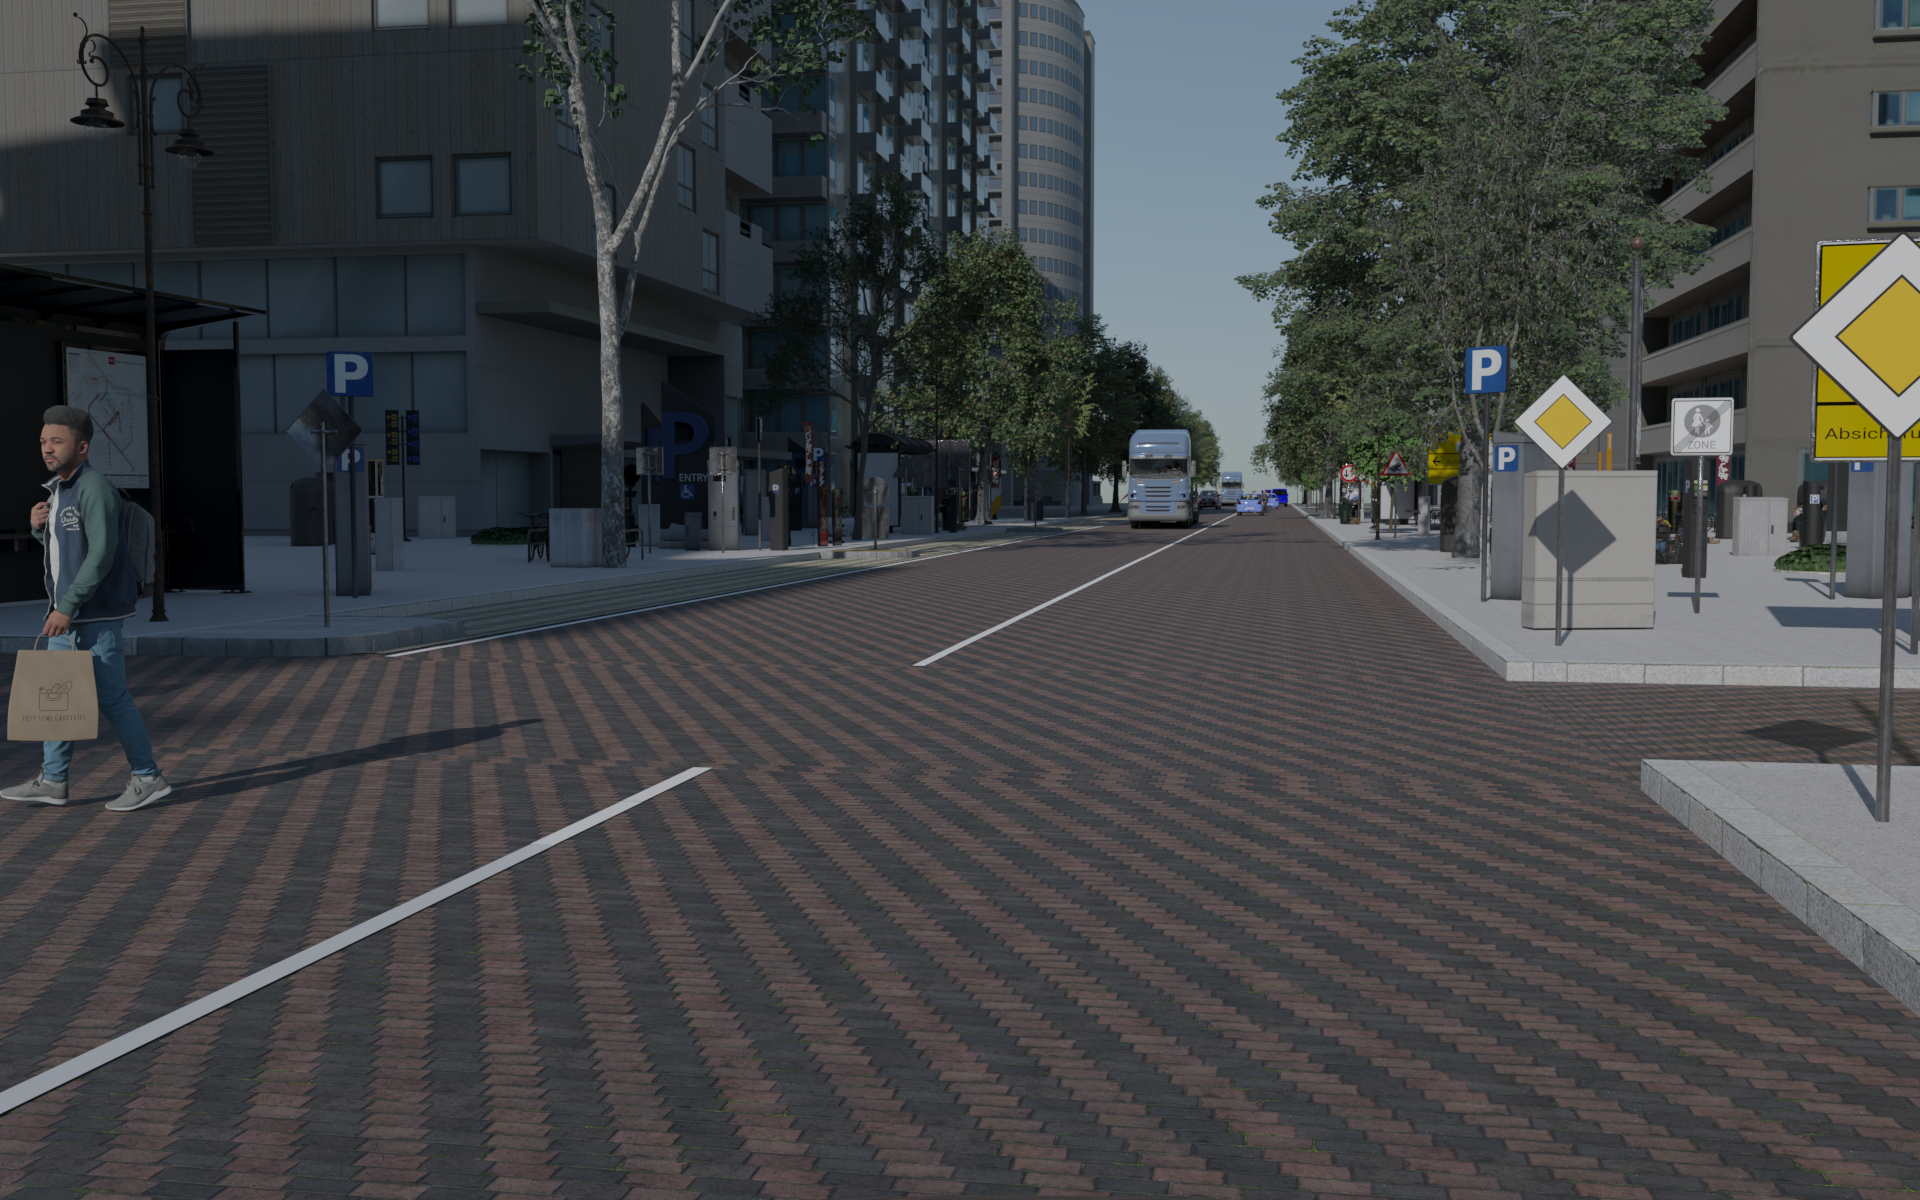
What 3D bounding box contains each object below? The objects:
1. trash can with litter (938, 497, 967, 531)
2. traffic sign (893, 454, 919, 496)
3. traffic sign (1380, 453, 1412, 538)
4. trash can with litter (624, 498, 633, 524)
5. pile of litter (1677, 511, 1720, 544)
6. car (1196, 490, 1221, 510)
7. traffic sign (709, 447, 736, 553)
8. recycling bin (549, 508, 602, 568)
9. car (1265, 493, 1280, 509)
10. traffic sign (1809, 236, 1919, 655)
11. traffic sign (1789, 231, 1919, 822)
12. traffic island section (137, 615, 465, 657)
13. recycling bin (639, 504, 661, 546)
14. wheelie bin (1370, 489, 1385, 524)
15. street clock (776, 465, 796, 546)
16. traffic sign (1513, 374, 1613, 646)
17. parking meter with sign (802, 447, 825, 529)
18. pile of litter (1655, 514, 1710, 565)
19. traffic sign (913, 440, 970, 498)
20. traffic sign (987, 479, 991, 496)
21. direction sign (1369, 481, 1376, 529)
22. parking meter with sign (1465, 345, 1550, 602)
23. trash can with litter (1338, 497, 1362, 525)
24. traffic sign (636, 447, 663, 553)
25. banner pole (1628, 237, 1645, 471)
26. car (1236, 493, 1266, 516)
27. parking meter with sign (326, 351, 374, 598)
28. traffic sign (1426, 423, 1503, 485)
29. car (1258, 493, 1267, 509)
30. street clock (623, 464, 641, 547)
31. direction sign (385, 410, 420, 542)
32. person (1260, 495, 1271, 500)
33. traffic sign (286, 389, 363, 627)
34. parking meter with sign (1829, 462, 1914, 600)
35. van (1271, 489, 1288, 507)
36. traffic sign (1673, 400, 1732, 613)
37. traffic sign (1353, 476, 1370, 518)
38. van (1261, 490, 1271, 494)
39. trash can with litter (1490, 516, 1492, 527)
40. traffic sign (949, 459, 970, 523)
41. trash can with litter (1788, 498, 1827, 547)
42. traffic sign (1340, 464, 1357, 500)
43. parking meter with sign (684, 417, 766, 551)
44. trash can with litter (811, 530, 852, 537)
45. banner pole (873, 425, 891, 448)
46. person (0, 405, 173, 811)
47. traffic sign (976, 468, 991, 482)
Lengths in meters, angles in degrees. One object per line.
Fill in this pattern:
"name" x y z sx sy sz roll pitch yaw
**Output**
"trash can with litter" -0.267 -3.011 60.613 0.624 1.170 1.055 3 5 42
"traffic sign" -1.747 -3.415 55.838 0.884 2.594 0.081 1 4 13
"traffic sign" 12.625 -3.068 50.166 0.884 2.594 0.081 1 4 20
"trash can with litter" -10.111 -2.393 50.519 1.055 1.170 0.624 -3 5 -44
"pile of litter" 19.136 -1.914 45.266 1.176 0.858 1.719 0 4 1
"car" 23.129 -9.313 160.941 2.281 1.827 5.304 1 4 12
"traffic sign" -5.143 -2.167 37.567 0.606 2.300 0.079 1 4 11
"recycling bin" -6.748 -1.100 30.534 0.722 1.027 0.722 1 4 19
"car" 29.028 -9.346 162.403 1.945 1.707 3.694 1 4 10
"traffic sign" 7.939 -1.210 13.651 2.265 3.308 0.079 1 4 18
"traffic sign" 3.613 -0.189 6.725 0.795 2.450 0.064 1 4 10
"traffic island section" -6.126 0.341 16.706 2.009 0.180 2.903 1 4 10
"recycling bin" -7.450 -1.851 42.817 0.722 1.027 0.722 2 4 26
"wheelie bin" 18.328 -4.135 75.521 0.980 1.594 0.693 3 4 38
"street clock" -4.296 -2.334 42.737 0.471 2.002 0.358 -2 4 -32
"traffic sign" 5.054 -0.669 14.580 0.795 2.450 0.064 1 4 10
"parking meter with sign" -5.605 -4.199 64.917 0.543 3.016 1.738 -2 4 -24
"pile of litter" 12.581 -1.091 31.797 1.719 0.858 1.176 -1 4 -16
"traffic sign" -0.719 -4.373 65.376 2.265 3.308 0.079 1 4 18
"traffic sign" 1.377 -5.368 87.865 0.768 2.556 0.104 1 4 13
"direction sign" 15.324 -4.401 63.949 0.379 3.537 0.876 0 4 7
"parking meter with sign" 6.860 -1.518 21.084 1.738 3.016 0.543 -3 5 -41
"trash can with litter" 16.493 -3.774 73.093 0.624 1.170 1.055 -3 4 -39
"traffic sign" -6.699 -2.156 37.376 0.606 2.300 0.079 1 4 12
"banner pole" 6.709 -1.662 17.192 0.401 3.779 0.863 2 4 28
"car" 19.298 -6.450 115.050 1.945 1.707 3.694 1 4 12
"parking meter with sign" -7.720 -1.576 22.030 0.543 3.016 1.738 -1 4 -19
"traffic sign" 14.608 -3.426 49.890 2.265 3.308 0.079 1 4 13
"car" 29.925 -10.015 173.342 1.945 1.707 3.694 1 4 10
"street clock" -7.964 -2.279 41.834 0.471 2.002 0.358 -3 4 -36
"direction sign" -15.015 -3.347 46.717 0.876 3.537 0.379 -1 4 -10
"person" 27.687 -9.086 157.771 1.217 1.735 0.721 1 4 16
"traffic sign" -6.101 -0.795 16.640 0.795 2.450 0.064 1 4 10
"parking meter with sign" 11.363 -1.532 21.317 1.738 3.016 0.543 -2 4 -24
"van" 36.183 -11.754 196.555 2.240 2.365 5.245 1 4 8
"traffic sign" 7.921 -1.004 18.547 0.606 2.300 0.079 1 4 17
"traffic sign" 17.282 -4.588 75.016 0.884 2.594 0.081 1 4 17
"van" 42.025 -14.182 236.267 2.240 2.365 5.245 1 4 12
"trash can with litter" 7.758 -0.809 24.615 0.624 1.170 1.055 0 4 7
"traffic sign" -0.028 -3.795 62.149 0.768 2.556 0.104 1 4 11
"trash can with litter" 19.845 -1.785 40.572 0.624 1.170 1.055 1 4 22
"traffic sign" 16.692 -4.541 74.344 0.768 2.556 0.104 1 4 13
"parking meter with sign" -5.376 -2.634 39.319 1.738 3.016 0.543 0 4 -2
"trash can with litter" -3.706 -2.549 52.733 1.678 1.210 2.233 -1 4 -9
"banner pole" -2.862 -4.433 62.493 0.863 3.779 0.401 -1 4 -19
"person" -3.941 0.044 7.761 0.713 1.824 0.794 -2 4 -24
"traffic sign" 1.091 -4.911 80.407 0.768 2.556 0.104 1 4 16
